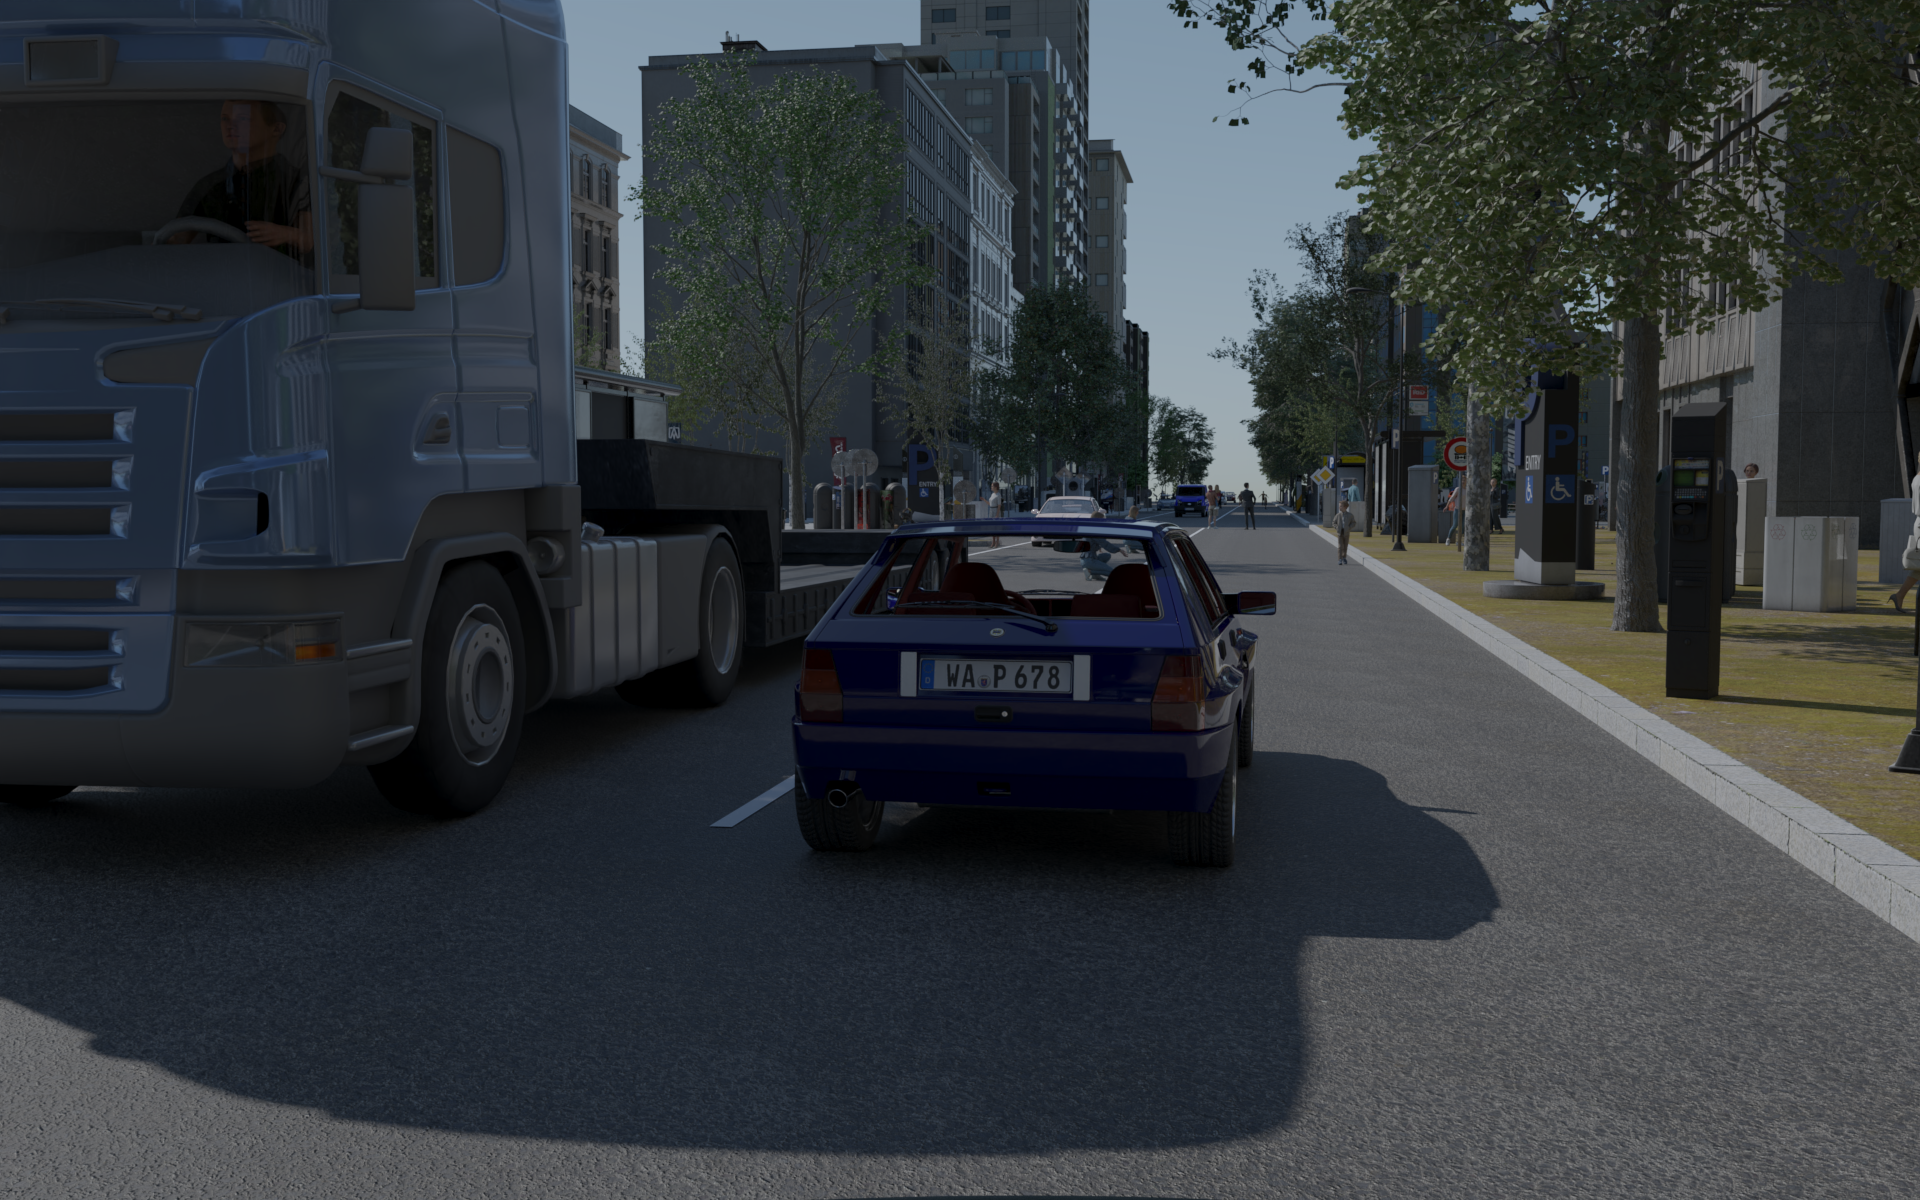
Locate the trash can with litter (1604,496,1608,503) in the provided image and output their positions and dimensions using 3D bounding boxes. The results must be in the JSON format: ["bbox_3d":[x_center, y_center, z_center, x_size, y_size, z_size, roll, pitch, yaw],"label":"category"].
[{"bbox_3d":[48.470,-7.202,129.140,1.055,1.170,0.624,1,4,23],"label":"trash can with litter"}]

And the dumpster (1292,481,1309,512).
[{"bbox_3d":[24.867,-7.534,125.680,1.502,2.255,1.985,1,4,10],"label":"dumpster"}]

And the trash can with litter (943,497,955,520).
[{"bbox_3d":[-0.763,-3.728,72.335,1.055,1.170,0.624,-2,4,-27],"label":"trash can with litter"}]

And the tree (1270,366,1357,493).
[{"bbox_3d":[20.005,-8.865,95.305,4.737,8.622,4.395,0,3,0],"label":"tree"}]

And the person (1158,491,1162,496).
[{"bbox_3d":[32.327,-16.599,277.063,1.348,1.869,0.705,-1,4,-13],"label":"person"}]

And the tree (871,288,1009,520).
[{"bbox_3d":[-0.855,-6.760,60.884,4.360,8.622,3.978,0,3,0],"label":"tree"}]

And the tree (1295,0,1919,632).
[{"bbox_3d":[6.449,-5.955,15.497,7.486,12.596,7.792,0,3,0],"label":"tree"}]

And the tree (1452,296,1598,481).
[{"bbox_3d":[19.874,-6.672,59.458,4.737,8.622,4.395,0,3,0],"label":"tree"}]

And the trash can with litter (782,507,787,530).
[{"bbox_3d":[-4.597,-2.090,45.553,1.055,1.170,0.624,0,4,-1],"label":"trash can with litter"}]

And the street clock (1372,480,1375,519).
[{"bbox_3d":[21.513,-5.224,89.979,0.358,2.002,0.471,-1,4,-21],"label":"street clock"}]

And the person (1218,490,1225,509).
[{"bbox_3d":[24.757,-9.585,165.175,1.348,1.831,0.705,3,5,43],"label":"person"}]

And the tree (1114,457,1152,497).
[{"bbox_3d":[14.651,-9.936,146.174,4.285,4.588,4.351,0,3,0],"label":"tree"}]

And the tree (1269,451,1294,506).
[{"bbox_3d":[42.553,-16.679,223.061,4.360,8.622,3.978,0,3,0],"label":"tree"}]

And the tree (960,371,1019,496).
[{"bbox_3d":[1.956,-9.358,103.373,4.737,8.622,4.395,0,3,0],"label":"tree"}]

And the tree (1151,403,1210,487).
[{"bbox_3d":[31.430,-20.664,244.504,9.857,13.997,8.962,0,3,0],"label":"tree"}]

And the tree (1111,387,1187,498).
[{"bbox_3d":[18.057,-14.847,168.500,9.928,11.665,9.643,0,3,0],"label":"tree"}]

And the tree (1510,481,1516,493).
[{"bbox_3d":[38.400,-8.438,121.680,4.285,4.588,4.351,0,3,0],"label":"tree"}]

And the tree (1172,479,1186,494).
[{"bbox_3d":[27.049,-13.590,216.799,1.663,3.219,1.824,0,3,0],"label":"tree"}]

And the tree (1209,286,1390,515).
[{"bbox_3d":[21.643,-12.141,105.155,9.857,13.997,8.962,0,3,0],"label":"tree"}]

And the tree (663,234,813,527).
[{"bbox_3d":[-6.279,-6.018,48.757,4.360,8.622,3.978,0,3,0],"label":"tree"}]

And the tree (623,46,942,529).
[{"bbox_3d":[-3.886,-7.021,40.555,9.928,11.665,9.643,0,3,0],"label":"tree"}]

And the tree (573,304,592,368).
[{"bbox_3d":[-15.264,-7.088,66.258,4.737,8.622,4.395,0,3,0],"label":"tree"}]

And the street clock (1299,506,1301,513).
[{"bbox_3d":[23.187,-6.951,118.214,0.358,2.002,0.471,0,4,8],"label":"street clock"}]

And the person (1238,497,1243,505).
[{"bbox_3d":[36.909,-13.209,227.661,0.628,1.438,0.799,1,4,11],"label":"person"}]

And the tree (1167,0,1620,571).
[{"bbox_3d":[9.536,-10.627,29.634,12.611,20.169,13.585,0,3,0],"label":"tree"}]

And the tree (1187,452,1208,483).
[{"bbox_3d":[39.505,-20.810,290.610,4.360,8.622,3.978,0,3,0],"label":"tree"}]

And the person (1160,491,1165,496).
[{"bbox_3d":[29.634,-14.996,251.932,1.217,1.736,0.721,-1,4,-17],"label":"person"}]

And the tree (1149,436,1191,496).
[{"bbox_3d":[23.081,-15.076,196.857,4.737,8.622,4.395,0,3,0],"label":"tree"}]

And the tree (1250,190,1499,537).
[{"bbox_3d":[12.427,-7.158,51.454,7.601,10.594,8.767,-3,4,-39],"label":"tree"}]

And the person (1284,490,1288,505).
[{"bbox_3d":[36.761,-11.531,195.245,0.621,1.740,0.551,3,4,38],"label":"person"}]

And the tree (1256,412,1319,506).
[{"bbox_3d":[36.018,-15.990,187.199,9.928,11.665,9.643,0,3,0],"label":"tree"}]

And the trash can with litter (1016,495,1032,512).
[{"bbox_3d":[5.308,-7.079,126.796,2.233,1.210,1.678,1,4,8],"label":"trash can with litter"}]

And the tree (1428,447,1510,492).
[{"bbox_3d":[29.445,-7.298,103.040,4.285,4.588,4.351,0,3,0],"label":"tree"}]

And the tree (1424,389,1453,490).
[{"bbox_3d":[25.995,-8.475,88.928,4.737,8.622,4.395,0,3,0],"label":"tree"}]

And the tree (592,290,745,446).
[{"bbox_3d":[-9.772,-6.758,60.855,4.737,8.622,4.395,0,3,0],"label":"tree"}]

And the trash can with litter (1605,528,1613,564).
[{"bbox_3d":[13.125,-1.248,31.462,2.233,1.210,1.678,2,4,32],"label":"trash can with litter"}]

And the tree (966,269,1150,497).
[{"bbox_3d":[5.098,-10.513,88.891,9.611,12.733,9.660,0,3,0],"label":"tree"}]

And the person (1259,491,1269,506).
[{"bbox_3d":[37.128,-12.441,211.918,1.348,1.823,0.705,2,4,31],"label":"person"}]

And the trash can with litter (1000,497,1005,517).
[{"bbox_3d":[1.320,-3.358,66.297,0.624,1.170,1.055,-1,4,-18],"label":"trash can with litter"}]

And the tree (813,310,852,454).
[{"bbox_3d":[-6.432,-7.210,68.251,4.360,8.622,3.978,0,3,0],"label":"tree"}]

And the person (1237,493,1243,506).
[{"bbox_3d":[33.663,-12.157,207.814,0.990,1.755,0.434,-1,4,-16],"label":"person"}]

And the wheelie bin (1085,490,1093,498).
[{"bbox_3d":[10.838,-8.518,147.173,0.980,1.594,0.693,-2,4,-34],"label":"wheelie bin"}]

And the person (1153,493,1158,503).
[{"bbox_3d":[28.871,-15.111,256.299,0.628,1.438,0.799,3,4,38],"label":"person"}]

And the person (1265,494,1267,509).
[{"bbox_3d":[28.739,-9.221,162.529,0.557,1.426,1.065,0,4,7],"label":"person"}]

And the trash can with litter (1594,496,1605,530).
[{"bbox_3d":[23.536,-3.200,63.381,2.233,1.210,1.678,-2,4,-27],"label":"trash can with litter"}]

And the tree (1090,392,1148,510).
[{"bbox_3d":[9.782,-10.315,119.006,4.360,8.622,3.978,0,3,0],"label":"tree"}]
